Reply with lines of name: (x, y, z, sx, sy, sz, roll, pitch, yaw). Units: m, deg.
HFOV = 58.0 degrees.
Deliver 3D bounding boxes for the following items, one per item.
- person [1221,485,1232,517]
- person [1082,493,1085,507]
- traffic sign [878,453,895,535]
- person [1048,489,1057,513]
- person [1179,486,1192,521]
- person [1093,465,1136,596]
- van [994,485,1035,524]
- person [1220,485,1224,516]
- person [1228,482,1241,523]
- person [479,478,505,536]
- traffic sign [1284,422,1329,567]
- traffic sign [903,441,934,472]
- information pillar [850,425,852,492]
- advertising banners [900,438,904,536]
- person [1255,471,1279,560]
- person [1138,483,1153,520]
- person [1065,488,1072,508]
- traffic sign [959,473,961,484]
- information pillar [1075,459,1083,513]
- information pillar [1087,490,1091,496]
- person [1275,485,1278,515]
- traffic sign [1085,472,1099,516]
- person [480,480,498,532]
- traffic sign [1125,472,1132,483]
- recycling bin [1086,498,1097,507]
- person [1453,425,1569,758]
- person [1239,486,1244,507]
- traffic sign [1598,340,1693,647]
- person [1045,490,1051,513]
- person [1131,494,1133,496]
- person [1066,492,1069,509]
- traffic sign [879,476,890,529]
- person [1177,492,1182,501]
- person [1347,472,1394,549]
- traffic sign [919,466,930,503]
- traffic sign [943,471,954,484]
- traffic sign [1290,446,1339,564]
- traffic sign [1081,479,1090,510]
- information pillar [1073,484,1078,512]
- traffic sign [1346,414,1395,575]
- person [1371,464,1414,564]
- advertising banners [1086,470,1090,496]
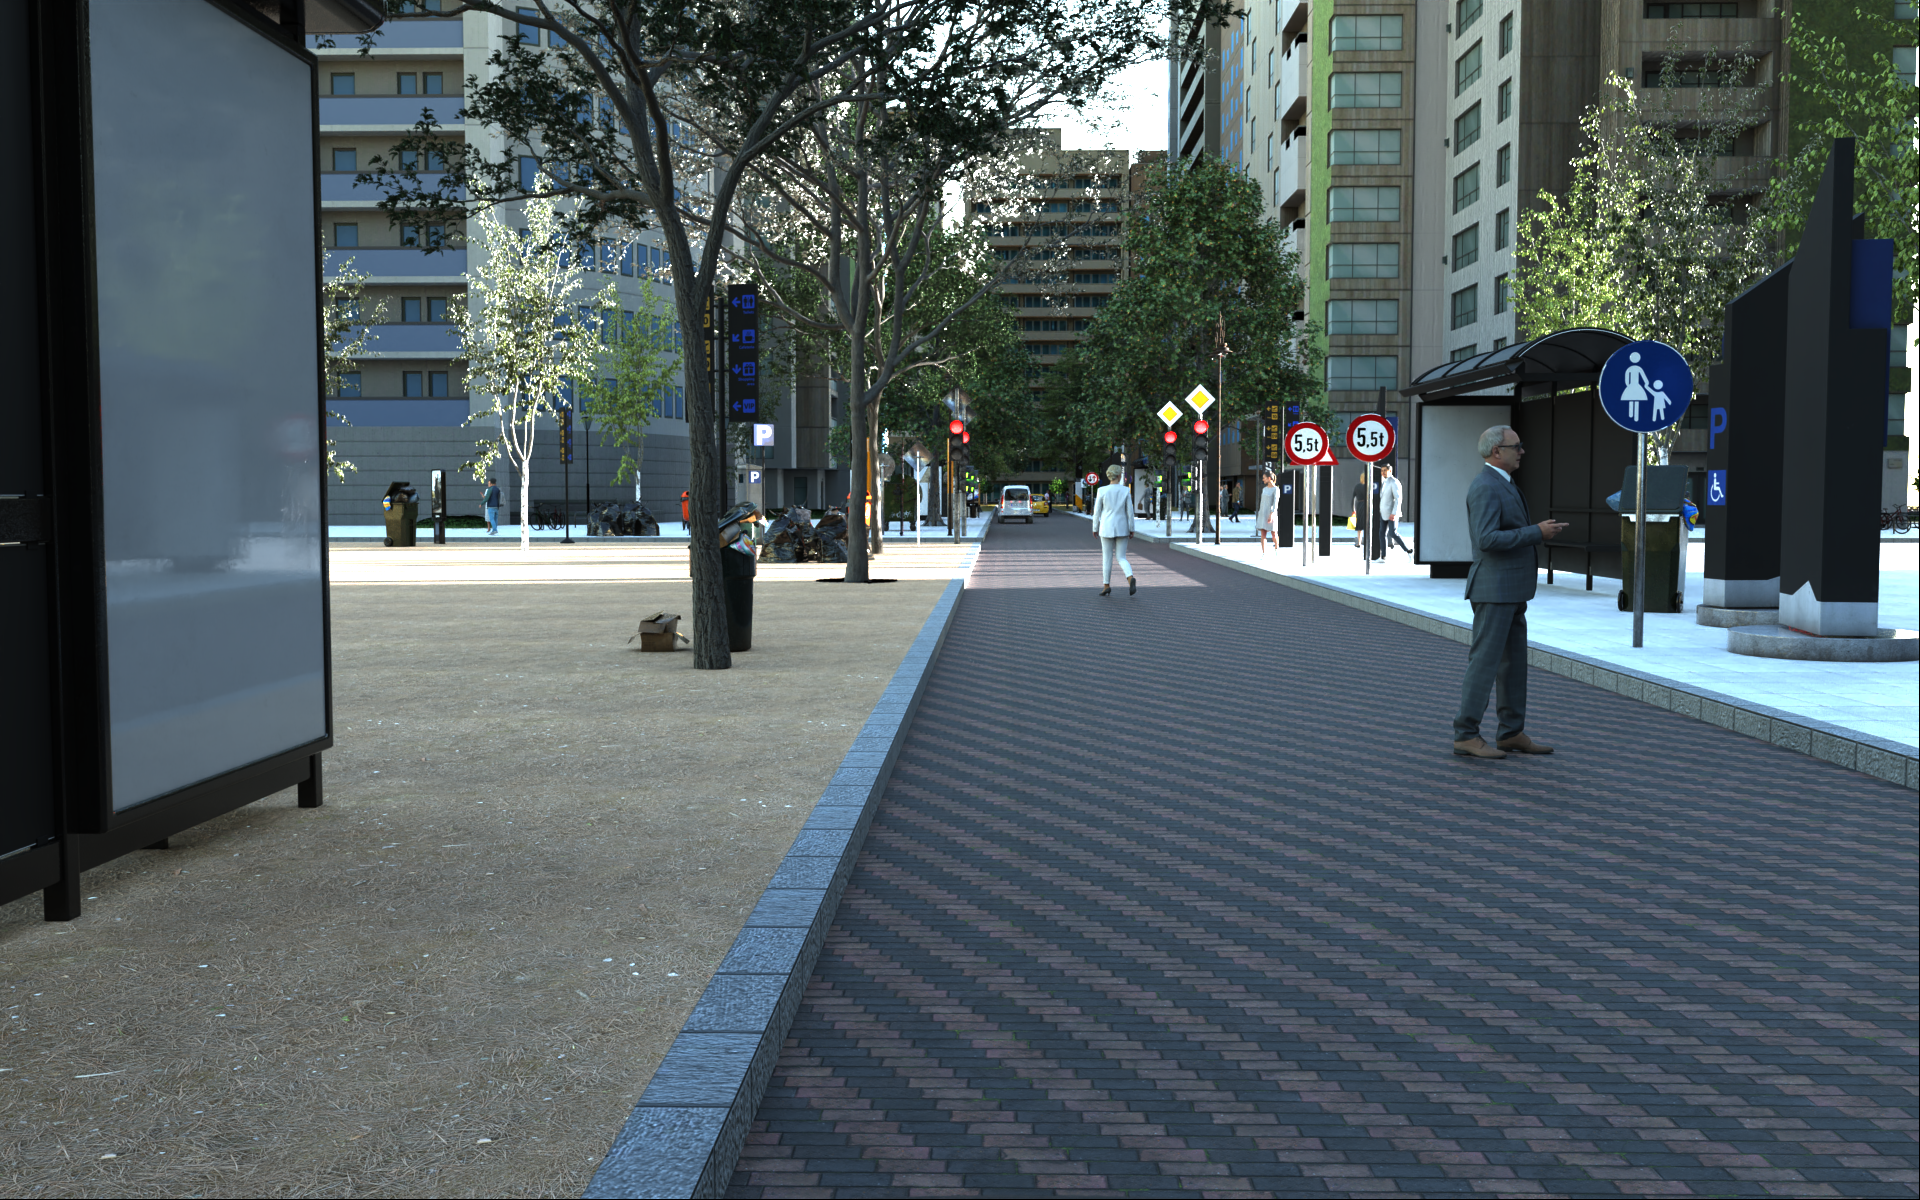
person: (14.846, -5.513, 96.348, 0.590, 1.801, 0.661, 1, 4, 9)
person: (12.056, -9.872, 170.702, 1.065, 1.426, 0.557, 1, 4, 22)
traffic sign: (-2.409, -3.299, 54.042, 0.768, 2.556, 0.104, 0, 4, 4)
person: (6.862, -7.601, 132.916, 1.348, 1.807, 0.705, -2, 4, -25)
person: (10.700, -4.641, 82.106, 0.537, 1.800, 0.526, 3, 5, 39)
person: (2.178, -0.965, 24.152, 0.514, 1.842, 0.818, -2, 4, -23)
van: (2.724, -4.806, 85.583, 2.013, 2.044, 4.112, 0, 4, 0)
person: (15.090, -5.739, 100.075, 0.583, 1.804, 0.606, -3, 5, -40)
person: (12.456, -4.417, 78.179, 0.836, 1.842, 0.656, -3, 4, -38)
person: (-14.375, -2.874, 53.374, 0.721, 1.781, 0.623, 1, 4, 20)
traffic sign: (6.110, -1.866, 30.608, 0.768, 2.556, 0.104, 1, 4, 9)
traffic sign: (-1.046, -2.629, 42.709, 0.795, 2.593, 0.064, 0, 4, 7)
information pillar: (-3.502, -4.130, 58.888, 0.504, 3.616, 0.183, 0, 4, 4)
advertising banners: (-1.794, -3.516, 53.672, 0.090, 3.025, 2.074, 0, 4, 0)
person: (6.035, -1.655, 33.845, 0.466, 1.731, 0.760, 2, 4, 25)
person: (9.318, -4.905, 86.366, 0.709, 1.813, 0.853, -3, 5, -43)
person: (9.775, -9.213, 156.675, 0.705, 1.824, 1.348, -1, 4, -23)
traffic sign: (0.183, -5.797, 94.895, 0.768, 2.556, 0.104, 1, 4, 11)
information pillar: (8.040, -7.678, 116.889, 0.504, 3.616, 0.183, 0, 4, 8)
information pillar: (9.252, -7.299, 123.826, 0.304, 2.012, 0.304, -1, 4, -16)
person: (18.392, -5.797, 101.097, 0.520, 1.790, 0.573, 2, 4, 32)
traffic sign: (7.611, -6.099, 99.827, 0.768, 2.556, 0.104, 0, 4, 2)
person: (-15.738, -3.139, 57.927, 0.480, 1.755, 0.524, 1, 4, 9)
traffic sign: (9.627, -6.166, 100.915, 0.768, 2.556, 0.104, 0, 4, 8)
recycling bin: (8.421, -5.922, 109.385, 0.722, 1.027, 0.722, -1, 4, -19)
person: (3.011, -0.046, 9.427, 0.590, 1.801, 0.661, 2, 4, 25)
person: (18.541, -6.618, 114.432, 0.728, 1.800, 0.709, 2, 4, 24)
traffic sign: (5.684, -0.877, 14.445, 0.768, 2.556, 0.104, 0, 4, 3)
person: (6.659, -7.461, 131.427, 0.436, 1.711, 0.756, -1, 4, -20)
person: (10.882, -6.267, 108.317, 0.447, 1.846, 0.655, 1, 4, 21)
person: (9.092, -8.471, 147.774, 0.599, 1.433, 0.991, 0, 4, 2)
traffic sign: (-2.585, -3.333, 56.625, 0.606, 2.300, 0.079, 1, 4, 9)
person: (16.773, -7.524, 132.277, 0.599, 1.433, 0.991, -1, 4, -14)
person: (9.671, -2.117, 40.868, 0.699, 1.804, 1.509, 0, 4, -6)
traffic sign: (-1.471, -4.961, 81.119, 0.884, 2.594, 0.081, 1, 4, 10)
traffic sign: (-0.532, -5.722, 93.662, 0.768, 2.556, 0.104, 0, 4, 4)
traffic sign: (6.523, -1.953, 31.929, 0.884, 2.594, 0.081, 1, 4, 11)
traffic sign: (8.372, -6.955, 115.836, 0.606, 2.300, 0.079, 0, 4, 3)
information pillar: (8.130, -7.192, 122.074, 0.304, 2.012, 0.304, 1, 4, 21)
traffic sign: (6.505, -1.676, 27.517, 0.768, 2.556, 0.104, 1, 4, 9)
person: (7.992, -1.593, 31.938, 0.795, 1.843, 0.661, -1, 4, -9)
advertising banners: (8.964, -7.643, 121.155, 0.090, 3.025, 2.074, 0, 4, -1)
